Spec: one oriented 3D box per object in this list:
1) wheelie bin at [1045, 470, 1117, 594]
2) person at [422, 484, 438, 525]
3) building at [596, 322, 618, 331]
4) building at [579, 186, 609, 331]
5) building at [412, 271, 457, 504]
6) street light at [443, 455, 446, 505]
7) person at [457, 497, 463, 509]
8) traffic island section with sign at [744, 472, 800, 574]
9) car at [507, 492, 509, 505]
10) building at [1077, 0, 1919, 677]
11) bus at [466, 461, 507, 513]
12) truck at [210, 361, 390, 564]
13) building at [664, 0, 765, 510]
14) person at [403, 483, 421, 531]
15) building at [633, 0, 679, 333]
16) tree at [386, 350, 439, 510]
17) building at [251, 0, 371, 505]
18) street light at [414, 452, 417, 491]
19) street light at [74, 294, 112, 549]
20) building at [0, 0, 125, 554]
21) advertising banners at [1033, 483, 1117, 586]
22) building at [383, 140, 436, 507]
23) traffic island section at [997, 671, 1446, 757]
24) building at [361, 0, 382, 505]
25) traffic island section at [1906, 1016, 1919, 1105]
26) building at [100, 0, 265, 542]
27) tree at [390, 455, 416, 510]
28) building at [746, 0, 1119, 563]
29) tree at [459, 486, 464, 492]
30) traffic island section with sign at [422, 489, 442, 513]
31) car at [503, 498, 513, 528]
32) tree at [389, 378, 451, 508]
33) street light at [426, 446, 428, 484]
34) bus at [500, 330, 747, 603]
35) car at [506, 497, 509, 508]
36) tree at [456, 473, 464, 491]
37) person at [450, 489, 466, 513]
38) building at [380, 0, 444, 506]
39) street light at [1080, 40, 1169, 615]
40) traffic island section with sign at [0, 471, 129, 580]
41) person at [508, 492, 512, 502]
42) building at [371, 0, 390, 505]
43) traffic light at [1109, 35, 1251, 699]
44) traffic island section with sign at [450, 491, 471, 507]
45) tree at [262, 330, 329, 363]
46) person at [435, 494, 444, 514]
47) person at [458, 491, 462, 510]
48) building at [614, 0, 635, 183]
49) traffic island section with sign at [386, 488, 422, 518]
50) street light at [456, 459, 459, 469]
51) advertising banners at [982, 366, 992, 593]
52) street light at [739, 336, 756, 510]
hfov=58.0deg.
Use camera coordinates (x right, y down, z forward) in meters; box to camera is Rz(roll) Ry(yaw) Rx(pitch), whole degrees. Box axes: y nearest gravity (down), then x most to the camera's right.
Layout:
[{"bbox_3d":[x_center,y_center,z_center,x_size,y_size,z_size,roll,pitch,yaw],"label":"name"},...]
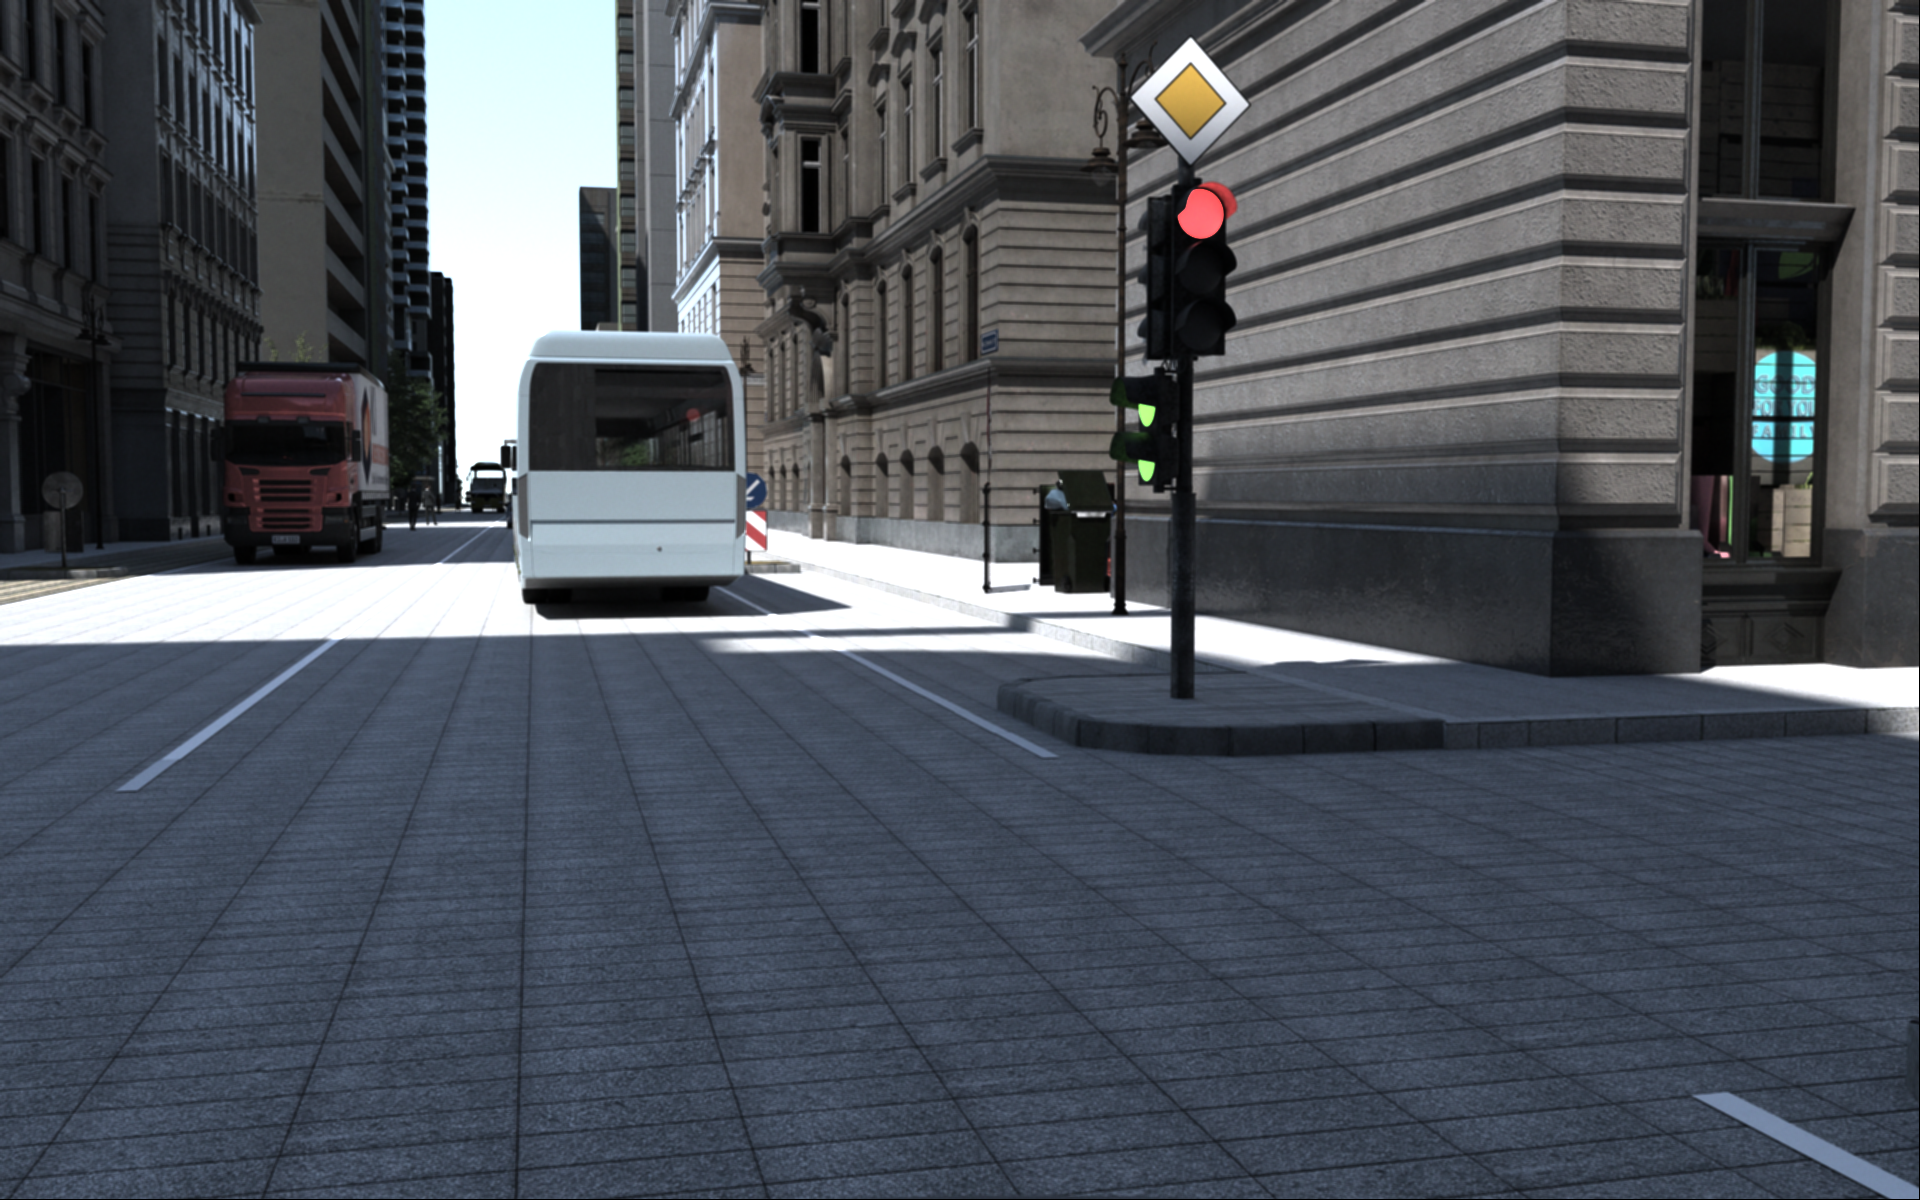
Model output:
[{"bbox_3d":[1.540,-0.896,22.559,0.980,1.594,0.693,-1,4,-22],"label":"wheelie bin"},{"bbox_3d":[-24.484,-4.410,79.960,0.648,1.900,0.474,0,4,6],"label":"person"},{"bbox_3d":[-26.315,-21.204,191.731,27.650,21.520,28.899,-1,4,-14],"label":"building"},{"bbox_3d":[-44.015,-33.636,233.546,14.154,41.232,14.086,-1,4,-14],"label":"building"},{"bbox_3d":[-71.889,-27.453,220.562,14.160,30.474,14.107,-1,4,-14],"label":"building"},{"bbox_3d":[-58.330,-13.651,195.982,0.468,5.910,1.993,-1,4,-14],"label":"street light"},{"bbox_3d":[-46.604,-9.288,161.078,1.217,1.735,0.721,3,5,43],"label":"person"},{"bbox_3d":[-4.088,-1.429,31.984,1.989,1.847,2.006,-1,4,-14],"label":"traffic island section with sign"},{"bbox_3d":[-59.556,-13.223,224.871,2.281,1.827,5.304,-1,4,-12],"label":"car"},{"bbox_3d":[11.964,-11.581,18.224,19.941,23.489,11.050,-1,4,-14],"label":"building"},{"bbox_3d":[-36.464,-8.714,134.015,2.896,3.916,12.252,-1,4,-14],"label":"bus"},{"bbox_3d":[-14.581,-3.068,39.078,2.839,4.237,11.283,-1,4,-14],"label":"truck"},{"bbox_3d":[-5.423,-17.745,76.028,13.634,28.700,20.117,-1,4,-14],"label":"building"},{"bbox_3d":[-21.542,-3.665,68.196,0.659,1.850,0.755,-1,4,-9],"label":"person"},{"bbox_3d":[-10.370,-34.842,111.667,21.231,58.520,28.212,-1,4,-14],"label":"building"},{"bbox_3d":[-44.692,-13.284,135.321,7.486,12.596,7.792,0,3,0],"label":"tree"},{"bbox_3d":[-42.554,-28.391,87.889,21.300,48.544,21.600,-1,4,-14],"label":"building"},{"bbox_3d":[-46.299,-10.661,147.096,0.468,5.910,1.993,-1,4,-14],"label":"street light"},{"bbox_3d":[-20.062,-4.124,40.221,0.468,5.910,1.993,-1,4,-14],"label":"street light"},{"bbox_3d":[-21.945,-10.655,25.124,10.553,20.767,40.483,-1,4,-14],"label":"building"},{"bbox_3d":[1.990,-1.732,24.507,2.074,3.025,0.090,-1,4,-23],"label":"advertising banners"},{"bbox_3d":[-68.736,-29.197,169.252,32.217,40.220,23.993,-1,4,-14],"label":"building"},{"bbox_3d":[1.423,0.695,10.916,2.009,0.180,2.903,-1,4,-14],"label":"traffic island section"},{"bbox_3d":[-43.790,-25.844,106.145,14.154,41.232,14.086,-1,4,-14],"label":"building"},{"bbox_3d":[3.323,1.169,3.160,2.009,0.180,2.903,-1,4,-14],"label":"traffic island section"},{"bbox_3d":[-28.058,-12.517,53.810,9.793,20.994,18.267,-1,4,-14],"label":"building"},{"bbox_3d":[-46.226,-9.693,142.186,4.285,4.588,4.351,0,3,0],"label":"tree"},{"bbox_3d":[1.644,-14.061,48.978,14.460,24.649,34.723,-1,4,-14],"label":"building"},{"bbox_3d":[-68.561,-14.774,236.155,1.663,3.219,1.824,0,3,0],"label":"tree"},{"bbox_3d":[-40.314,-7.498,131.224,1.989,1.847,2.006,-1,4,-14],"label":"traffic island section with sign"},{"bbox_3d":[-18.398,-3.773,73.684,2.014,1.417,4.499,-1,4,-15],"label":"car"},{"bbox_3d":[-49.159,-14.005,154.729,9.928,11.665,9.643,0,3,0],"label":"tree"},{"bbox_3d":[-50.316,-11.665,163.511,0.468,5.910,1.993,-1,4,-14],"label":"street light"},{"bbox_3d":[-5.391,-1.907,26.037,2.948,3.499,13.247,-1,4,-15],"label":"bus"},{"bbox_3d":[-49.370,-10.786,185.394,2.155,1.783,4.494,-1,4,-12],"label":"car"},{"bbox_3d":[-68.242,-15.200,232.233,4.285,4.588,4.351,0,3,0],"label":"tree"},{"bbox_3d":[-38.929,-7.693,134.276,1.348,1.824,0.705,1,4,13],"label":"person"},{"bbox_3d":[-70.407,-54.007,195.685,22.319,86.520,31.000,-1,4,-14],"label":"building"},{"bbox_3d":[1.704,-2.782,18.269,0.468,5.910,1.993,-1,4,-14],"label":"street light"},{"bbox_3d":[-15.430,-1.285,29.645,1.989,1.847,2.006,-1,4,-14],"label":"traffic island section with sign"},{"bbox_3d":[-57.399,-12.952,221.185,0.541,1.710,0.530,0,4,-7],"label":"person"},{"bbox_3d":[-47.592,-28.716,119.625,14.600,45.320,14.200,-1,4,-14],"label":"building"},{"bbox_3d":[1.382,-1.338,10.792,0.839,4.253,0.868,-1,4,-14],"label":"traffic light"},{"bbox_3d":[-53.533,-10.799,185.195,1.989,1.847,2.006,-1,4,-14],"label":"traffic island section with sign"},{"bbox_3d":[-30.179,-7.819,78.195,4.737,8.622,4.395,0,3,0],"label":"tree"},{"bbox_3d":[-36.631,-6.728,121.758,0.557,1.426,1.065,1,4,14],"label":"person"},{"bbox_3d":[-44.070,-8.776,152.779,0.721,1.735,1.217,-2,4,-25],"label":"person"},{"bbox_3d":[-19.021,-27.414,131.814,14.154,41.232,14.086,-1,4,-14],"label":"building"},{"bbox_3d":[-33.837,-5.881,104.790,1.989,1.847,2.006,-1,4,-14],"label":"traffic island section with sign"},{"bbox_3d":[-66.345,-15.663,228.884,0.468,5.910,1.993,-1,4,-14],"label":"street light"},{"bbox_3d":[0.377,-1.655,23.249,0.090,3.025,2.074,0,4,3],"label":"advertising banners"},{"bbox_3d":[-6.285,-4.770,50.776,0.468,5.910,1.993,-1,4,-14],"label":"street light"}]
